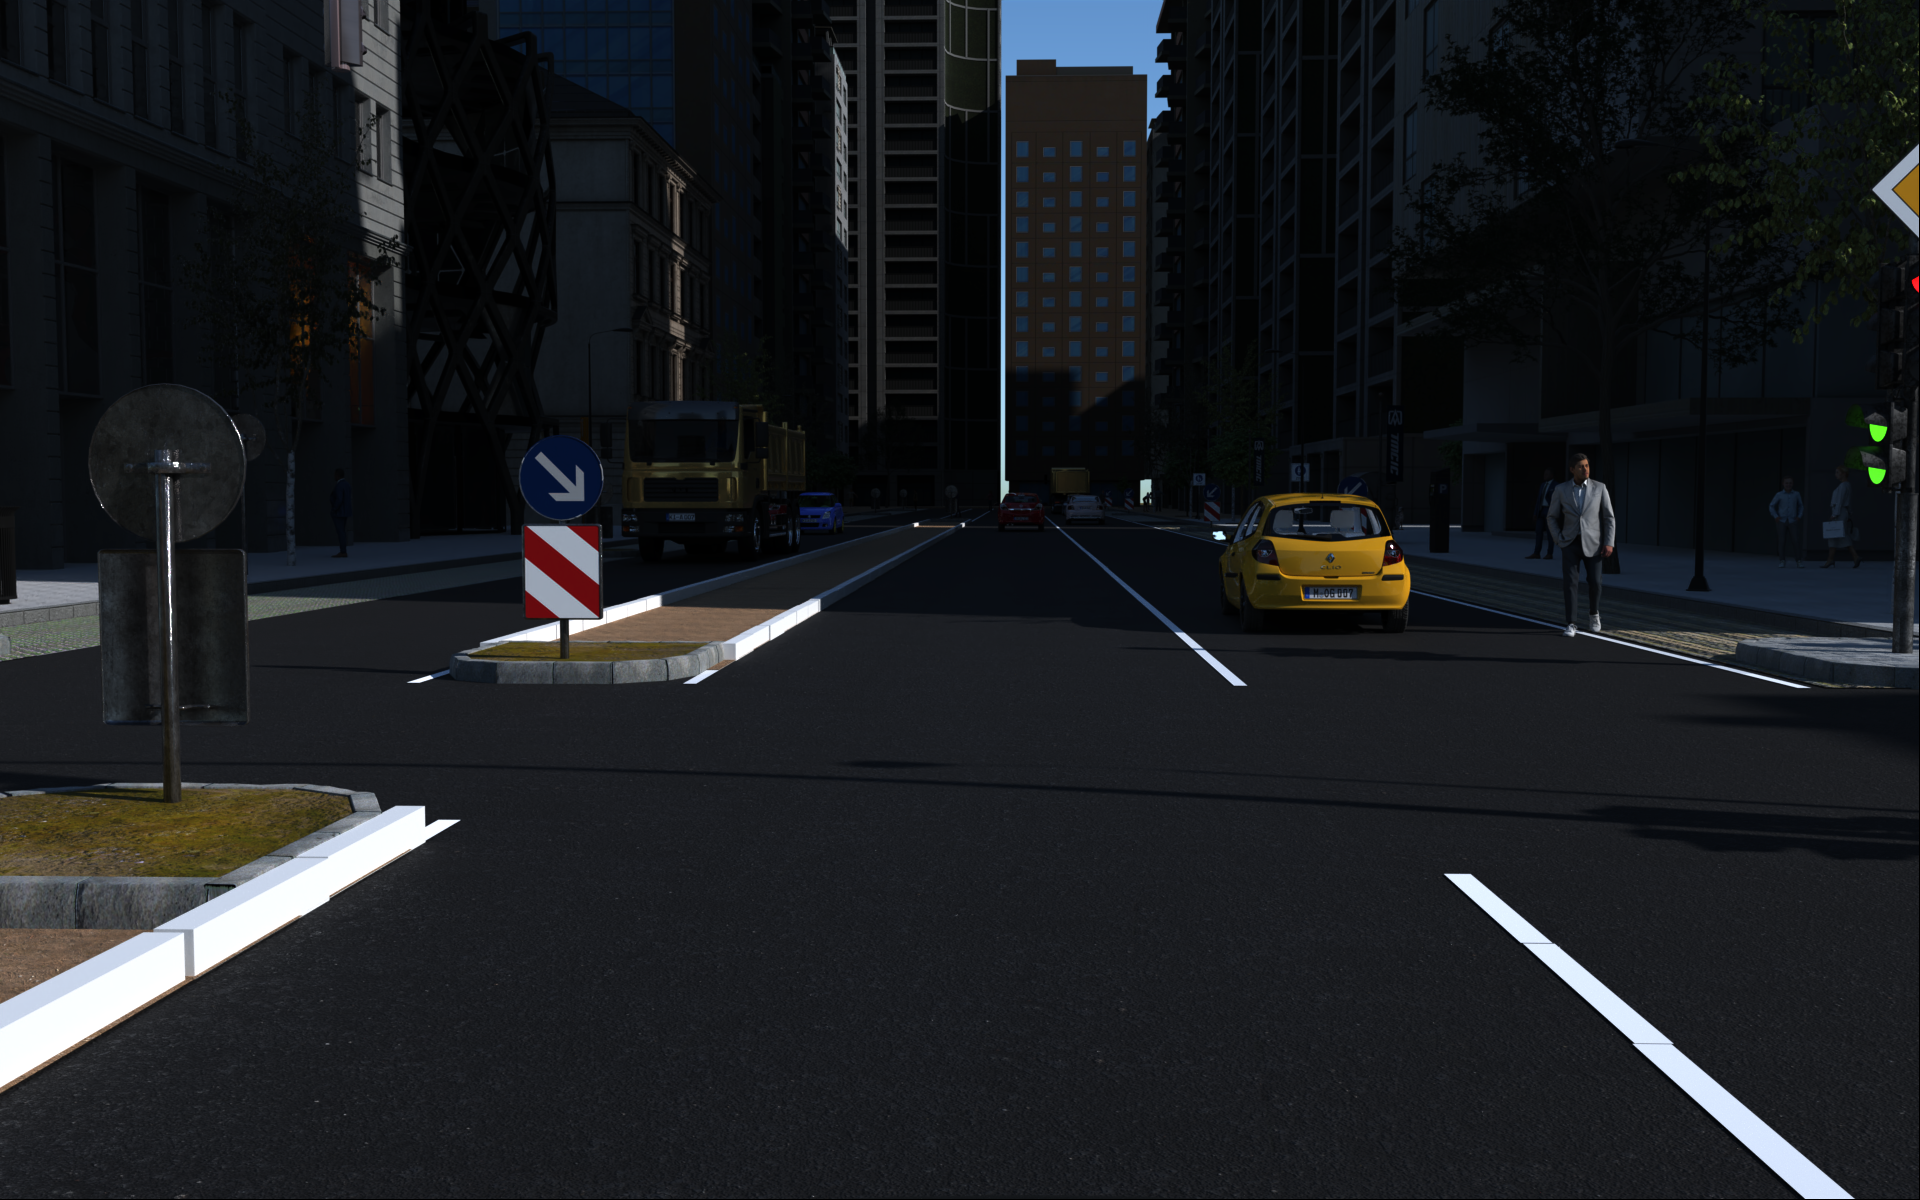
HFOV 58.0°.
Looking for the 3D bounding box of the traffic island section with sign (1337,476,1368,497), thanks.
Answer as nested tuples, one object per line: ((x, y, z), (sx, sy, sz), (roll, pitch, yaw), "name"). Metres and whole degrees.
((8.490, -1.832, 38.576), (1.989, 1.847, 2.006), (0, 4, 2), "traffic island section with sign")

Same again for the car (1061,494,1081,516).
((7.719, -6.283, 114.735), (2.014, 1.417, 4.499), (0, 3, 0), "car")

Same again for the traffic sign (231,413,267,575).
((-11.339, -1.669, 27.402), (0.768, 2.556, 0.104), (0, 4, 6), "traffic sign")

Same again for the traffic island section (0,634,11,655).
((-9.496, 0.471, 14.583), (2.009, 0.180, 2.903), (0, 4, 2), "traffic island section")

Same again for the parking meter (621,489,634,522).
((-10.230, -2.745, 53.290), (0.372, 1.533, 0.369), (0, 3, 0), "parking meter")

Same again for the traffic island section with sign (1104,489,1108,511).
((12.062, -8.196, 142.626), (1.989, 1.847, 2.006), (0, 4, 2), "traffic island section with sign")

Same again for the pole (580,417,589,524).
((-9.947, -3.188, 45.973), (0.158, 3.312, 0.155), (0, 3, 0), "pole")

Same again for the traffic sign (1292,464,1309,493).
((11.337, -3.403, 57.767), (0.606, 2.300, 0.079), (0, 4, 4), "traffic sign")

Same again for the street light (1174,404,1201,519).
((11.690, -7.119, 88.931), (1.470, 5.913, 1.316), (0, 4, 2), "street light")

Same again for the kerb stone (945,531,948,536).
((-0.560, -2.092, 56.393), (0.120, 0.150, 1.000), (0, 4, 2), "kerb stone")

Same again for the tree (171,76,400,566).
((-12.078, -4.933, 31.018), (4.360, 8.622, 3.978), (0, 3, 0), "tree")

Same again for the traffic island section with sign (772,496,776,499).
((-7.383, -3.549, 66.660), (1.989, 1.847, 2.006), (0, 4, 2), "traffic island section with sign")

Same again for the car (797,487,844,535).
((-5.169, -3.216, 62.165), (1.945, 1.707, 3.694), (0, 4, 3), "car")

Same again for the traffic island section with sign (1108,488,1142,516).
((11.136, -6.548, 115.687), (1.989, 1.847, 2.006), (0, 4, 2), "traffic island section with sign")

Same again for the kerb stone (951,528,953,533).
((-0.422, -2.342, 60.486), (0.120, 0.150, 1.000), (0, 4, 2), "kerb stone")

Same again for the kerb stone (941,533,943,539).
((-0.672, -1.903, 53.317), (0.120, 0.150, 1.000), (0, 4, 2), "kerb stone")

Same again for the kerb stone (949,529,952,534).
((-0.454, -2.273, 59.464), (0.120, 0.150, 1.000), (0, 4, 2), "kerb stone")

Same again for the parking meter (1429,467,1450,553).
((10.474, -1.965, 37.846), (0.399, 1.863, 0.255), (-1, 4, -12), "parking meter")

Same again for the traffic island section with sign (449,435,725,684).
((-3.051, -0.360, 14.018), (2.006, 1.907, 1.989), (0, 4, 2), "traffic island section with sign")

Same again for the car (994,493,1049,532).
((2.396, -3.581, 67.585), (2.155, 1.783, 4.494), (0, 4, 2), "car")

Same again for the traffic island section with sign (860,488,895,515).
((-5.652, -6.614, 116.759), (1.989, 1.847, 2.006), (0, 4, 2), "traffic island section with sign")

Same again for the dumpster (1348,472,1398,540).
((10.701, -2.423, 45.378), (1.264, 1.857, 1.865), (0, 4, 2), "dumpster")

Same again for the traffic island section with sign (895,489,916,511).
((-4.690, -8.346, 145.089), (1.989, 1.847, 2.006), (0, 4, 2), "traffic island section with sign")

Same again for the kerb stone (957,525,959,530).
((-0.215, -2.719, 66.648), (0.120, 0.150, 1.000), (0, 4, 2), "kerb stone")

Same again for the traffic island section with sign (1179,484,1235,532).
((9.439, -3.524, 66.238), (1.989, 1.847, 2.006), (0, 4, 2), "traffic island section with sign")

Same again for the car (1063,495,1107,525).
((5.949, -4.279, 82.326), (2.083, 1.381, 4.827), (0, 4, 4), "car")

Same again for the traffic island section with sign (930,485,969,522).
((-0.484, -4.953, 89.113), (2.006, 1.907, 1.989), (0, 4, 2), "traffic island section with sign")

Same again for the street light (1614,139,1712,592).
((9.250, -3.074, 22.799), (1.470, 5.913, 1.316), (0, 4, 2), "street light")

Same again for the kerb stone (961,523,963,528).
((-0.069, -2.968, 70.741), (0.120, 0.150, 1.000), (0, 4, 2), "kerb stone")

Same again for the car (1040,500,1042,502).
((3.797, -5.649, 101.159), (1.959, 1.807, 4.718), (0, 4, 3), "car")

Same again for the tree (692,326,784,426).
((-9.491, -7.644, 75.349), (4.737, 8.622, 4.395), (0, 3, 0), "tree")

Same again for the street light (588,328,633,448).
((-9.807, -4.644, 48.463), (1.470, 5.913, 1.316), (0, 4, 2), "street light")

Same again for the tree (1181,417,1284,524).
((12.244, -5.556, 74.555), (4.285, 4.588, 4.351), (0, 3, 0), "tree")

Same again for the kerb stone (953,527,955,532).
((-0.346, -2.468, 62.547), (0.120, 0.150, 1.000), (0, 4, 2), "kerb stone")

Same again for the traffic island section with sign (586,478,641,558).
((-8.307, -1.890, 39.525), (1.989, 1.847, 2.006), (0, 4, 2), "traffic island section with sign")

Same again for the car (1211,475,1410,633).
((3.867, -0.559, 19.358), (2.015, 1.641, 3.980), (0, 4, 4), "car")

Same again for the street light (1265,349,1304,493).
((10.473, -5.087, 55.705), (1.470, 5.913, 1.316), (0, 4, 2), "street light")

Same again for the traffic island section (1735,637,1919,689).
((7.635, 0.507, 13.993), (2.009, 0.180, 2.903), (0, 4, 2), "traffic island section")

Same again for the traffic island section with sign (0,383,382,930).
((-3.314, 0.093, 6.616), (2.006, 1.907, 1.989), (0, 4, 2), "traffic island section with sign")

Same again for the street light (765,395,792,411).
((-8.569, -6.655, 81.346), (1.470, 5.913, 1.316), (0, 4, 2), "street light")

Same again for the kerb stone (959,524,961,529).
((-0.145, -2.841, 68.697), (0.120, 0.150, 1.000), (0, 4, 2), "kerb stone")

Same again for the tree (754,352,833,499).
((-8.907, -8.519, 89.646), (4.360, 8.622, 3.978), (0, 3, 0), "tree")

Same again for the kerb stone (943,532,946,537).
((-0.601, -2.029, 55.372), (0.120, 0.150, 1.000), (0, 4, 2), "kerb stone")

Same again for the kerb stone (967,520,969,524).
((0.236, -3.533, 79.960), (0.120, 0.150, 1.000), (0, 4, 2), "kerb stone")

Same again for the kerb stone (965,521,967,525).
((0.114, -3.282, 75.862), (0.120, 0.150, 1.000), (0, 4, 2), "kerb stone")

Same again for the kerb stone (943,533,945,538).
((-0.637, -1.962, 54.342), (0.120, 0.150, 1.000), (0, 4, 2), "kerb stone")

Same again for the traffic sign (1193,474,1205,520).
((11.845, -5.117, 85.789), (0.606, 2.300, 0.079), (1, 4, 10), "traffic sign")

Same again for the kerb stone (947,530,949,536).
((-0.530, -2.154, 57.415), (0.120, 0.150, 1.000), (0, 4, 2), "kerb stone")

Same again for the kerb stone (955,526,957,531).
((-0.284, -2.594, 64.600), (0.120, 0.150, 1.000), (0, 4, 2), "kerb stone")
